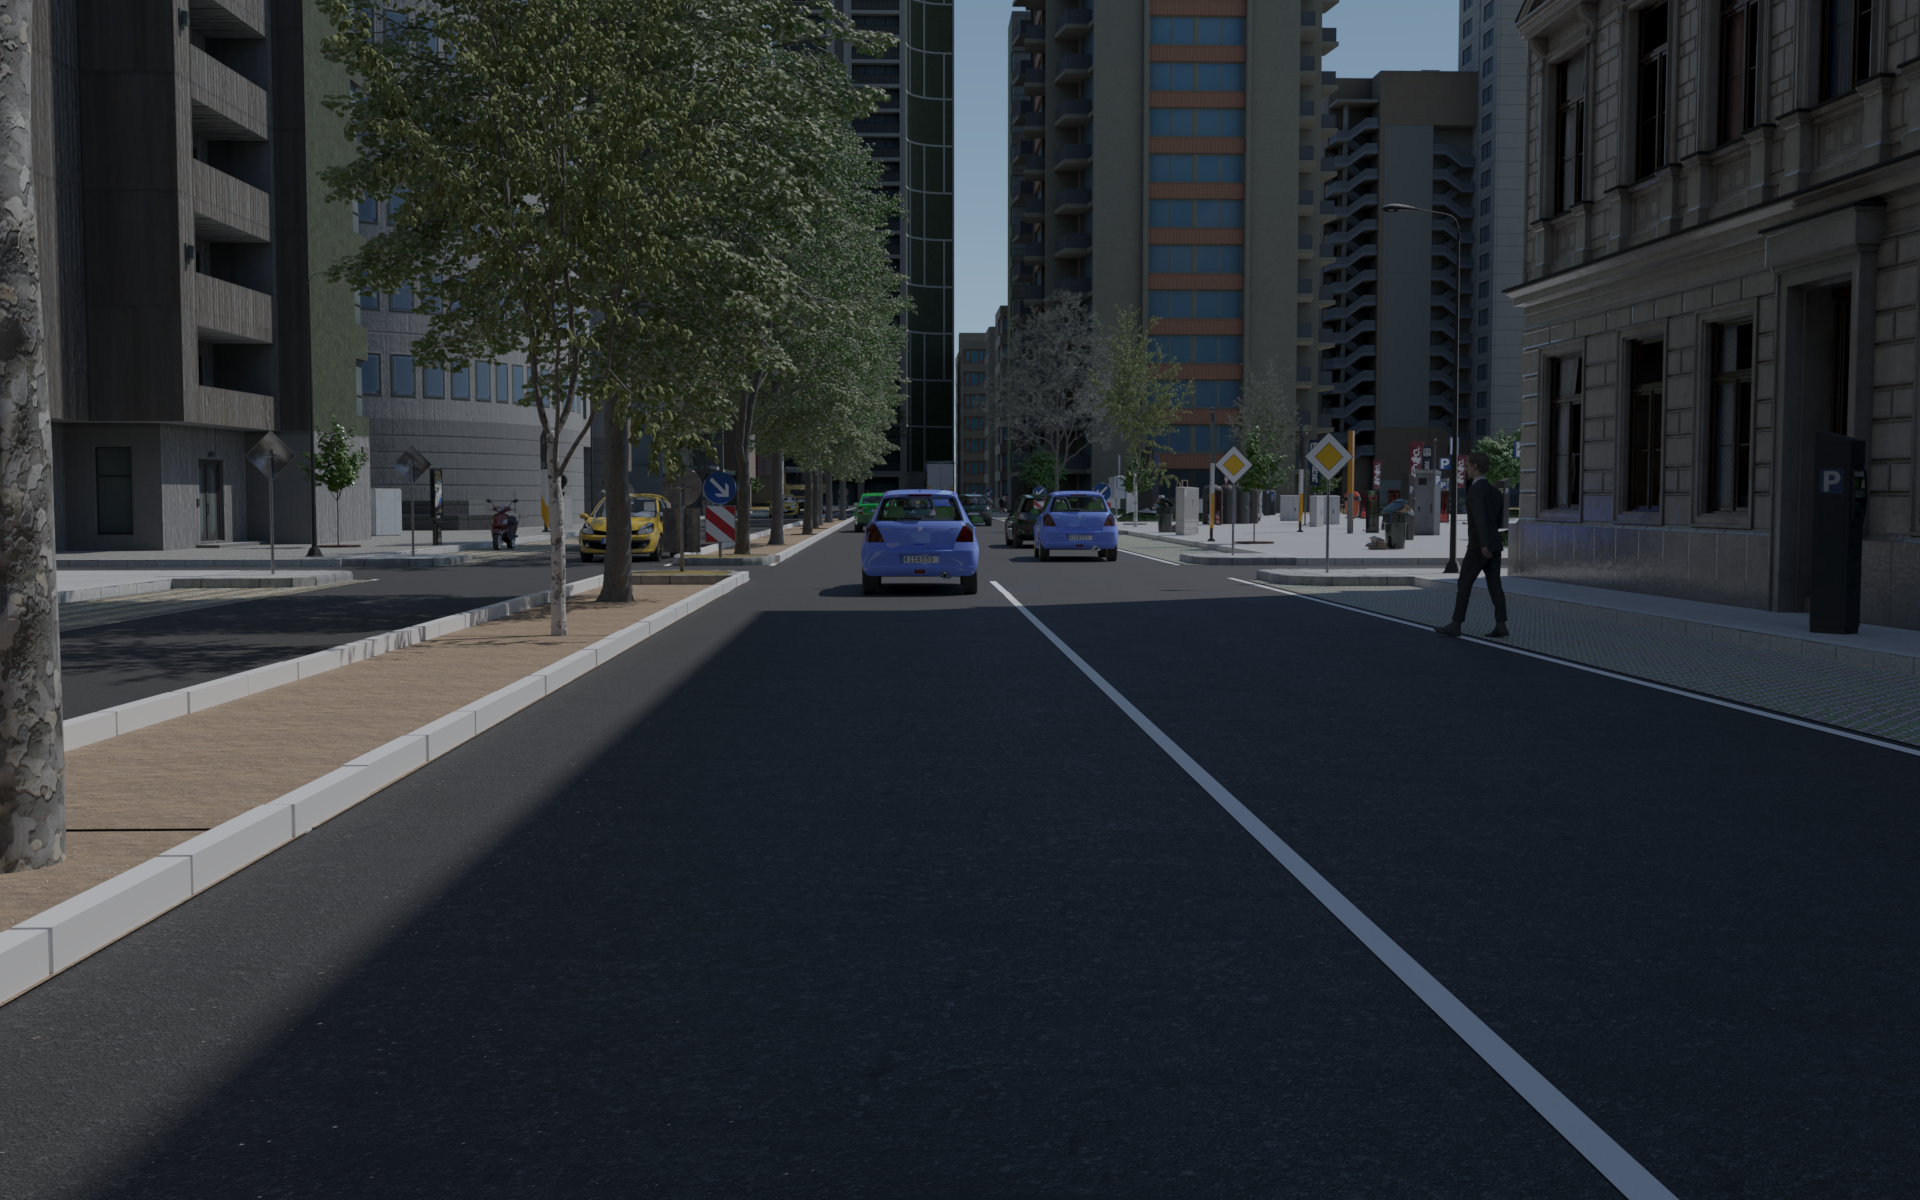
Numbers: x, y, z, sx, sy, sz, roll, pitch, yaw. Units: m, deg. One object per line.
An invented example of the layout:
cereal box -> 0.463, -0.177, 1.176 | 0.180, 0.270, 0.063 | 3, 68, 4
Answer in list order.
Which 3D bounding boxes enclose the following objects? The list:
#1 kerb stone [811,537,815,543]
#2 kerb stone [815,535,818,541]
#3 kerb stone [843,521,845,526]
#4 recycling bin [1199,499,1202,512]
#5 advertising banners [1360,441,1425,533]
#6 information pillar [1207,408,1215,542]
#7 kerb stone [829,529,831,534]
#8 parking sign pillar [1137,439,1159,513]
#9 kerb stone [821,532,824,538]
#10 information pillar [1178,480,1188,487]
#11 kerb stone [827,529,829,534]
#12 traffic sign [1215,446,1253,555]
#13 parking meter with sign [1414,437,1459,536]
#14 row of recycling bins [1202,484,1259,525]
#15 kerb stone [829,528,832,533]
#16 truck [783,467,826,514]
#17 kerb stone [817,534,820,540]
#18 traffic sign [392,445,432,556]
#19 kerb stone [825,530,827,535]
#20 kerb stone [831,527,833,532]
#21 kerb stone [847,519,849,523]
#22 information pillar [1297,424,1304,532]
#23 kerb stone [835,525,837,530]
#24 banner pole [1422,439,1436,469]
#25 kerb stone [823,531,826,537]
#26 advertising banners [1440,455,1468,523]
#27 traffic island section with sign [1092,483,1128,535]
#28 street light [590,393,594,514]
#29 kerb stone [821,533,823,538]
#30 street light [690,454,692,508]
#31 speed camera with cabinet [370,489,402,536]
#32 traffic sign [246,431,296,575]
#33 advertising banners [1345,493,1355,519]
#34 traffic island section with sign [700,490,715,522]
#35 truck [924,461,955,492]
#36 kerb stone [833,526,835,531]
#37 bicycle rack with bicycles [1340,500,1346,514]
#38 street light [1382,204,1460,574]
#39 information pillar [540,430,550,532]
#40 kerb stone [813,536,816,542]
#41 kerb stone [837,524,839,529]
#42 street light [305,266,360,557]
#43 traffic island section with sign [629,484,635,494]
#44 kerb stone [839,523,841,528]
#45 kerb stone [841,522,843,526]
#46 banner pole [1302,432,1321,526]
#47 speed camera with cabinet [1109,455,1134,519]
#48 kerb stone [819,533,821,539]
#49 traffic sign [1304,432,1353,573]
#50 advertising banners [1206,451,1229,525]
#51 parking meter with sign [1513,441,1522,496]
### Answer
kerb stone -> -4.290, -1.651, 49.227 | 0.120, 0.150, 1.000 | 0, 4, -2
kerb stone -> -4.359, -1.779, 51.284 | 0.120, 0.150, 1.000 | 0, 4, -2
kerb stone -> -5.221, -3.281, 75.860 | 0.120, 0.150, 1.000 | 0, 4, -2
recycling bin -> 12.645, -4.826, 91.451 | 0.722, 1.027, 0.722 | 3, 5, 41
advertising banners -> 14.321, -3.729, 57.150 | 2.074, 3.025, 0.090 | 0, 4, -7
information pillar -> 6.815, -3.391, 46.802 | 0.183, 3.616, 0.504 | 0, 4, 4
kerb stone -> -4.688, -2.340, 60.499 | 0.120, 0.150, 1.000 | 0, 4, -2
parking sign pillar -> 9.325, -5.973, 86.124 | 1.447, 3.967, 1.447 | -2, 4, -33
kerb stone -> -4.507, -2.015, 55.380 | 0.120, 0.150, 1.000 | 0, 4, -2
information pillar -> 11.758, -5.281, 90.830 | 0.304, 2.012, 0.304 | 0, 4, -7
kerb stone -> -4.650, -2.280, 59.475 | 0.120, 0.150, 1.000 | 0, 4, -2
traffic sign -> 5.696, -1.986, 36.119 | 0.795, 2.450, 0.064 | 0, 4, -2
parking meter with sign -> 14.538, -3.519, 53.802 | 1.738, 3.016, 0.543 | 3, 5, 44
row of recycling bins -> 11.663, -4.107, 74.267 | 1.069, 1.692, 3.534 | 3, 5, 44
kerb stone -> -4.713, -2.405, 61.521 | 0.120, 0.150, 1.000 | 0, 4, -2
truck -> -11.215, -7.892, 124.962 | 3.469, 3.379, 9.791 | 0, 4, -2
kerb stone -> -4.399, -1.834, 52.306 | 0.120, 0.150, 1.000 | 0, 4, -2
traffic sign -> -11.238, -1.951, 35.549 | 0.795, 2.450, 0.064 | 0, 4, -2
kerb stone -> -4.571, -2.155, 57.425 | 0.120, 0.150, 1.000 | 0, 4, -2
kerb stone -> -4.756, -2.468, 62.542 | 0.120, 0.150, 1.000 | 0, 4, -2
kerb stone -> -5.403, -3.597, 81.005 | 0.120, 0.150, 1.000 | 0, 4, -2
information pillar -> 11.444, -4.083, 58.113 | 0.183, 3.616, 0.504 | 0, 4, 4
kerb stone -> -4.892, -2.718, 66.629 | 0.120, 0.150, 1.000 | 0, 4, -2
banner pole -> 21.404, -5.436, 78.903 | 0.401, 3.779, 0.863 | -3, 5, -44
kerb stone -> -4.539, -2.092, 56.404 | 0.120, 0.150, 1.000 | 0, 4, -2
advertising banners -> 21.601, -4.967, 77.406 | 2.074, 3.025, 0.090 | 1, 4, 11
traffic island section with sign -> 4.832, -3.227, 61.387 | 1.989, 1.847, 2.006 | 0, 4, -2
street light -> -13.915, -5.836, 67.952 | 1.470, 5.913, 1.316 | 0, 4, -2
kerb stone -> -4.471, -1.962, 54.351 | 0.120, 0.150, 1.000 | 0, 4, -2
street light -> -15.015, -7.805, 100.151 | 1.470, 5.913, 1.316 | 0, 4, -2
speed camera with cabinet -> -17.992, -3.561, 52.555 | 0.660, 3.252, 2.038 | 3, 4, 37
traffic sign -> -10.959, -1.463, 27.569 | 0.795, 2.450, 0.064 | 0, 4, -2
advertising banners -> 20.910, -5.717, 89.657 | 2.074, 3.025, 0.090 | -1, 4, -14
traffic island section with sign -> -12.771, -4.863, 88.140 | 1.989, 1.847, 2.006 | 0, 4, -2
truck -> -1.801, -10.054, 153.301 | 2.839, 4.237, 11.283 | 0, 4, -1
kerb stone -> -4.824, -2.589, 64.586 | 0.120, 0.150, 1.000 | 0, 4, -2
bicycle rack with bicycles -> 23.852, -5.911, 110.023 | 2.925, 0.926, 2.852 | -3, 4, -39
street light -> 7.457, -3.387, 27.926 | 1.470, 5.913, 1.316 | 0, 4, -2
information pillar -> -13.994, -4.097, 58.337 | 0.183, 3.616, 0.504 | -2, 4, -34
kerb stone -> -4.326, -1.713, 50.249 | 0.120, 0.150, 1.000 | 0, 4, -2
kerb stone -> -4.973, -2.844, 68.689 | 0.120, 0.150, 1.000 | 0, 4, -2
street light -> -12.683, -3.840, 35.319 | 1.470, 5.913, 1.316 | 0, 4, -2
traffic island section with sign -> -11.837, -3.215, 61.201 | 1.989, 1.847, 2.006 | 0, 4, -2
kerb stone -> -5.036, -2.969, 70.733 | 0.120, 0.150, 1.000 | 0, 4, -2
kerb stone -> -5.114, -3.094, 72.777 | 0.120, 0.150, 1.000 | 0, 4, -2
banner pole -> 14.194, -4.893, 70.019 | 0.863, 3.779, 0.401 | 2, 4, 30
speed camera with cabinet -> 8.611, -5.763, 88.563 | 2.038, 3.252, 0.660 | -2, 4, -27
kerb stone -> -4.426, -1.904, 53.330 | 0.120, 0.150, 1.000 | 0, 4, -2
traffic sign -> 5.975, -1.498, 28.139 | 0.795, 2.450, 0.064 | 0, 4, -2
advertising banners -> 10.641, -4.594, 71.307 | 0.090, 3.025, 2.074 | -1, 4, -17
parking meter with sign -> 18.521, -3.674, 56.328 | 0.543, 3.016, 1.738 | 0, 4, -1
